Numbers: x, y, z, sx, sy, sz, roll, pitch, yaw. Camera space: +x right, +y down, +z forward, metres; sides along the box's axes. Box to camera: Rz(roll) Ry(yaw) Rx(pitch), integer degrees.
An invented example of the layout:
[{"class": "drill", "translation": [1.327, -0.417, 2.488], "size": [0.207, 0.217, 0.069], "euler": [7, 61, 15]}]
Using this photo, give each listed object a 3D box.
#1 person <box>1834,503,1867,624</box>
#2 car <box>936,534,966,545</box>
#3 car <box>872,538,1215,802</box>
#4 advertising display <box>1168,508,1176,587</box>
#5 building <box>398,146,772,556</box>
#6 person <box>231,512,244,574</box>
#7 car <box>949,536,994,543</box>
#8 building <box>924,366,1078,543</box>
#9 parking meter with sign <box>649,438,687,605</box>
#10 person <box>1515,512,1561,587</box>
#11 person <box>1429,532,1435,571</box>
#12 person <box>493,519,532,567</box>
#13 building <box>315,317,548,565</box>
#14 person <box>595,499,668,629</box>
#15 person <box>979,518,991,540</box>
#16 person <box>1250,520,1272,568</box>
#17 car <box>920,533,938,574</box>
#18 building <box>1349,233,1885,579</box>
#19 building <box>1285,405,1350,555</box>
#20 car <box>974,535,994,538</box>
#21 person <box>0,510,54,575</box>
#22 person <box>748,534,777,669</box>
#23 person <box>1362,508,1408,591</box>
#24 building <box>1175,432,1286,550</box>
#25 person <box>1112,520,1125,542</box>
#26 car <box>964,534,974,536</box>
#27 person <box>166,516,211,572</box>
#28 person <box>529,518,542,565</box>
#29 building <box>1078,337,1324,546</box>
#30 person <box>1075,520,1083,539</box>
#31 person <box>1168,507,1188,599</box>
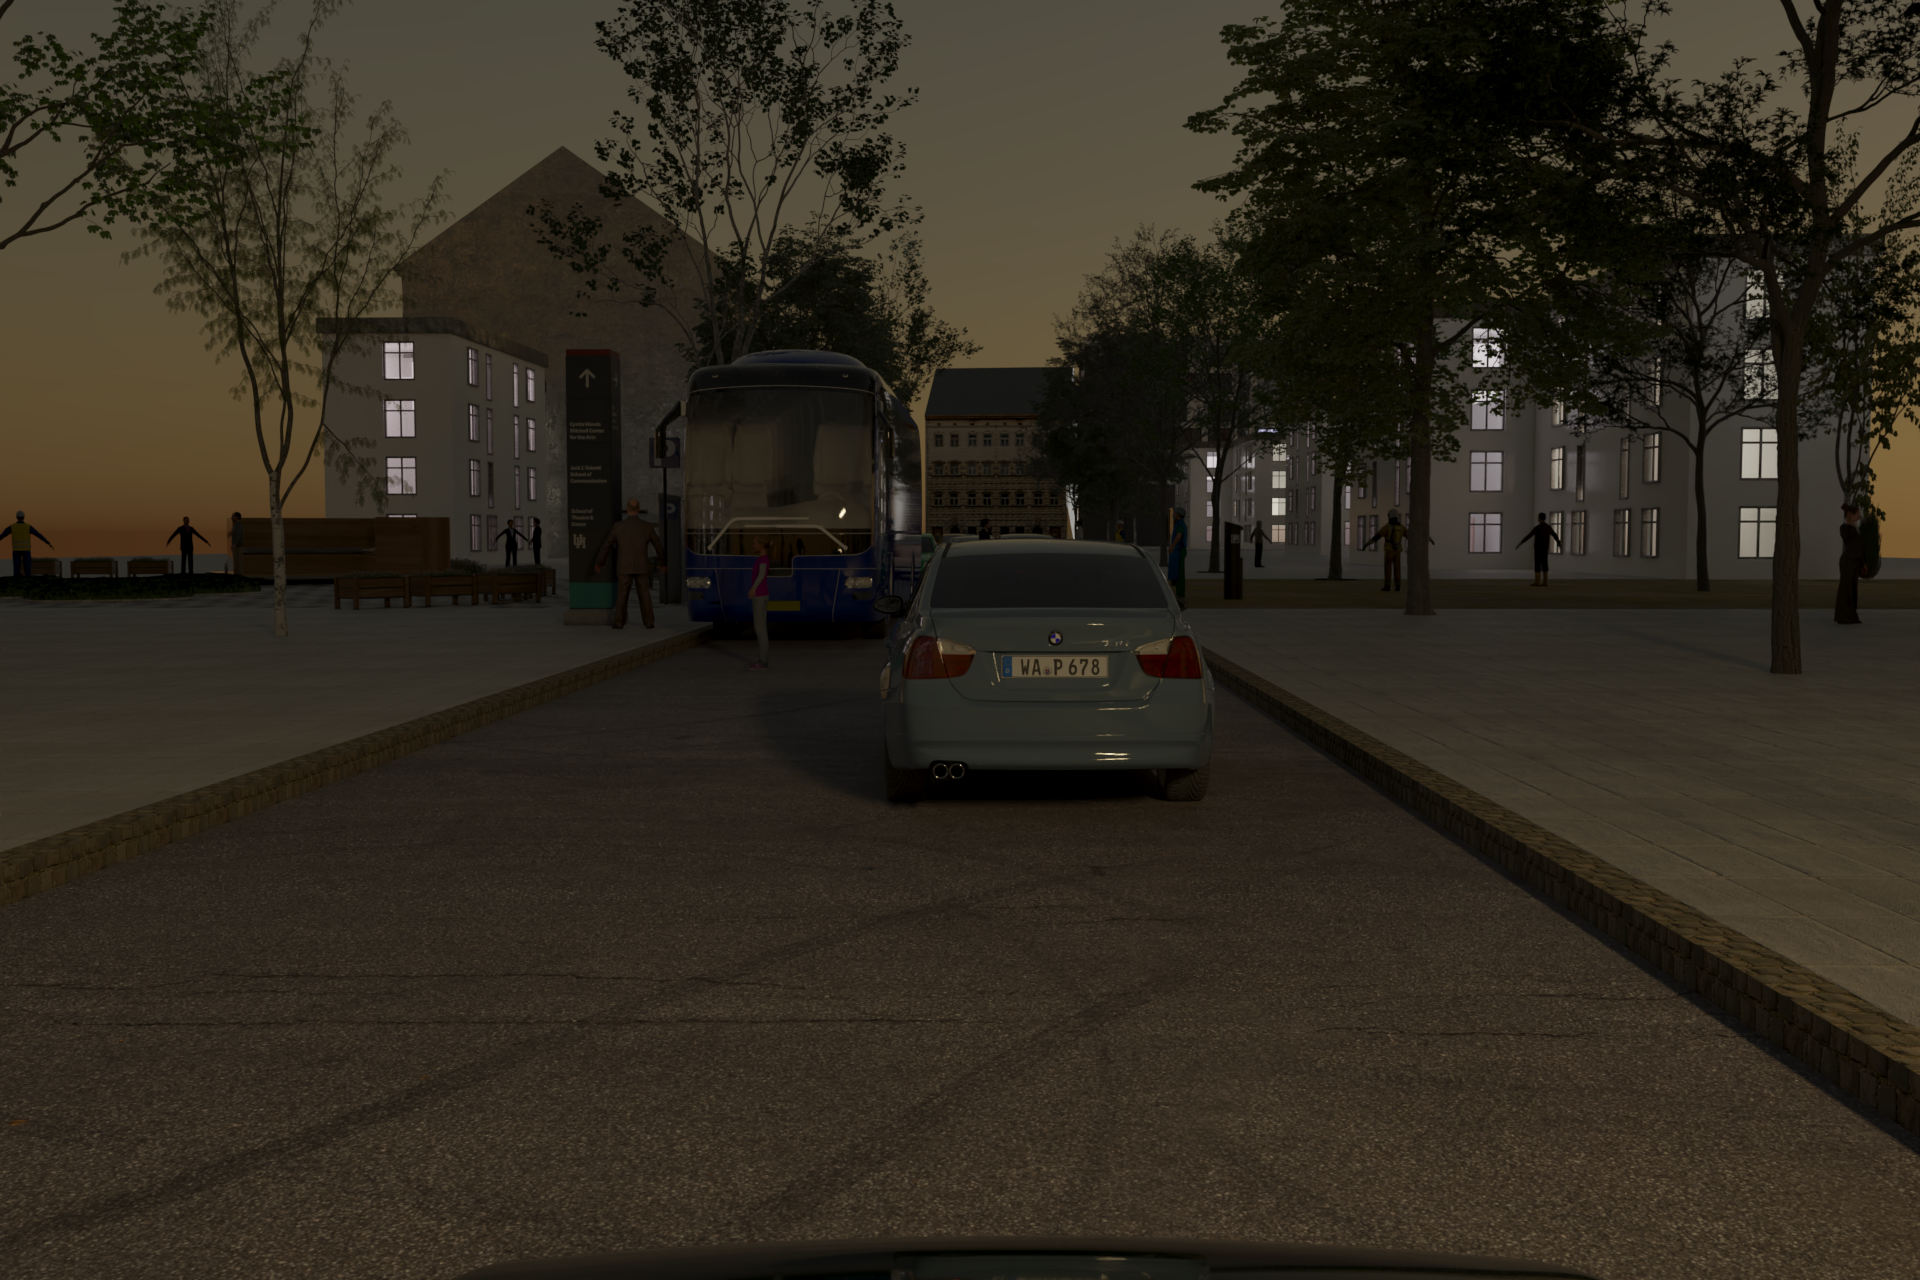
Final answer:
[{"class": "person", "translation": [12.664, -1.082, 24.530], "size": [0.445, 1.727, 0.742], "euler": [1, 4, 16]}, {"class": "car", "translation": [-0.295, -4.812, 88.905], "size": [2.015, 1.641, 3.980], "euler": [0, 4, 1]}, {"class": "car", "translation": [0.451, 0.088, 10.566], "size": [2.014, 1.417, 4.499], "euler": [0, 4, 0]}, {"class": "advertising display", "translation": [5.262, -2.296, 42.749], "size": [0.123, 1.923, 0.974], "euler": [0, 4, 1]}, {"class": "building", "translation": [-22.436, -16.924, 107.635], "size": [19.493, 23.208, 18.063], "euler": [0, 4, 0]}, {"class": "person", "translation": [-16.771, -2.072, 40.147], "size": [0.705, 1.796, 1.348], "euler": [-1, 4, -22]}, {"class": "car", "translation": [0.379, -2.371, 51.126], "size": [2.083, 1.381, 4.827], "euler": [0, 4, 0]}, {"class": "building", "translation": [5.798, -24.072, 226.965], "size": [18.063, 23.208, 19.493], "euler": [0, 4, 8]}, {"class": "parking meter with sign", "translation": [-5.314, -2.198, 32.205], "size": [0.543, 3.016, 1.738], "euler": [0, 4, 2]}, {"class": "person", "translation": [14.232, -2.221, 42.459], "size": [1.346, 1.812, 0.704], "euler": [-1, 4, -21]}, {"class": "person", "translation": [16.057, -3.308, 59.862], "size": [0.705, 1.856, 1.354], "euler": [0, 4, -6]}, {"class": "person", "translation": [-13.853, -2.864, 53.547], "size": [1.216, 1.740, 0.721], "euler": [-2, 4, -30]}, {"class": "building", "translation": [-23.802, -8.509, 81.275], "size": [9.099, 9.664, 28.070], "euler": [0, 4, 1]}, {"class": "person", "translation": [-4.457, -1.033, 23.492], "size": [0.990, 1.755, 0.434], "euler": [-1, 4, -15]}, {"class": "person", "translation": [0.640, -2.012, 41.533], "size": [0.705, 1.806, 1.347], "euler": [0, 4, 7]}, {"class": "person", "translation": [11.494, -3.690, 66.456], "size": [0.705, 1.813, 1.348], "euler": [-2, 4, -25]}, {"class": "car", "translation": [-1.335, -2.215, 45.011], "size": [1.959, 1.807, 4.718], "euler": [0, 4, 1]}, {"class": "building", "translation": [21.438, -7.366, 62.584], "size": [9.099, 9.664, 28.070], "euler": [0, 4, 1]}, {"class": "building", "translation": [26.748, -10.070, 106.794], "size": [9.099, 9.664, 28.070], "euler": [0, 4, 1]}, {"class": "car", "translation": [1.256, -5.271, 98.542], "size": [2.083, 1.381, 4.827], "euler": [0, 4, 1]}, {"class": "person", "translation": [-22.012, -2.120, 40.627], "size": [1.349, 1.833, 0.705], "euler": [-2, 4, -25]}, {"class": "person", "translation": [-2.183, -0.411, 18.443], "size": [0.599, 1.433, 0.991], "euler": [0, 4, -5]}, {"class": "person", "translation": [9.727, -2.031, 38.972], "size": [1.354, 1.858, 0.705], "euler": [-1, 4, -9]}, {"class": "building", "translation": [25.286, -13.126, 156.755], "size": [9.099, 9.664, 28.070], "euler": [0, 4, 1]}, {"class": "person", "translation": [5.600, -3.376, 61.668], "size": [0.721, 1.772, 1.216], "euler": [-1, 4, -13]}, {"class": "car", "translation": [0.443, -6.004, 110.173], "size": [2.014, 1.417, 4.499], "euler": [0, 4, 1]}, {"class": "person", "translation": [-22.888, -2.758, 51.310], "size": [0.704, 1.802, 1.346], "euler": [3, 4, 39]}, {"class": "person", "translation": [-13.933, -3.102, 56.908], "size": [0.705, 1.806, 1.347], "euler": [0, 4, -3]}, {"class": "building", "translation": [27.231, -21.521, 195.845], "size": [27.936, 21.610, 32.646], "euler": [0, 4, 1]}, {"class": "person", "translation": [4.511, -3.668, 66.164], "size": [0.705, 1.806, 1.347], "euler": [0, 4, 4]}, {"class": "person", "translation": [4.268, -1.703, 33.963], "size": [0.704, 1.817, 1.347], "euler": [1, 4, 13]}]
